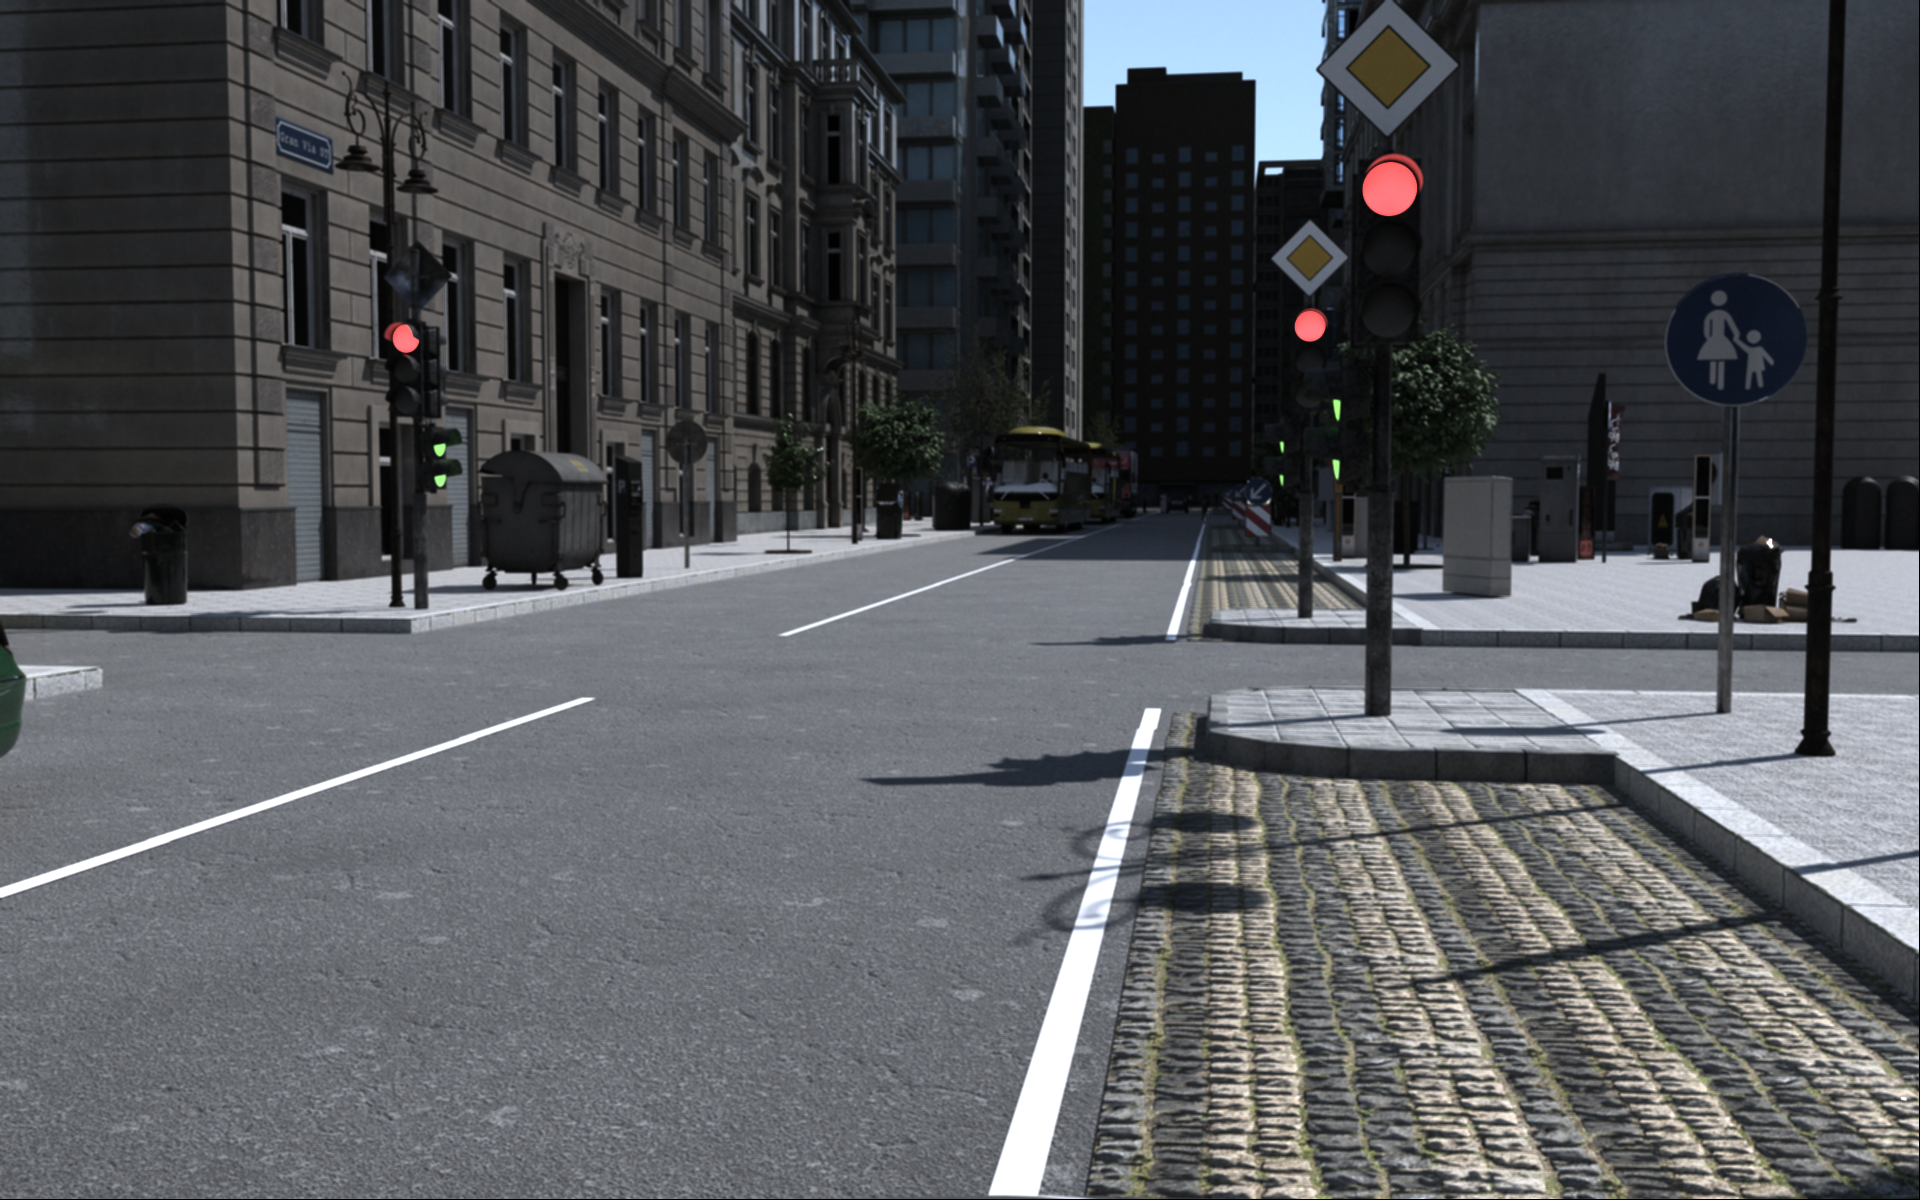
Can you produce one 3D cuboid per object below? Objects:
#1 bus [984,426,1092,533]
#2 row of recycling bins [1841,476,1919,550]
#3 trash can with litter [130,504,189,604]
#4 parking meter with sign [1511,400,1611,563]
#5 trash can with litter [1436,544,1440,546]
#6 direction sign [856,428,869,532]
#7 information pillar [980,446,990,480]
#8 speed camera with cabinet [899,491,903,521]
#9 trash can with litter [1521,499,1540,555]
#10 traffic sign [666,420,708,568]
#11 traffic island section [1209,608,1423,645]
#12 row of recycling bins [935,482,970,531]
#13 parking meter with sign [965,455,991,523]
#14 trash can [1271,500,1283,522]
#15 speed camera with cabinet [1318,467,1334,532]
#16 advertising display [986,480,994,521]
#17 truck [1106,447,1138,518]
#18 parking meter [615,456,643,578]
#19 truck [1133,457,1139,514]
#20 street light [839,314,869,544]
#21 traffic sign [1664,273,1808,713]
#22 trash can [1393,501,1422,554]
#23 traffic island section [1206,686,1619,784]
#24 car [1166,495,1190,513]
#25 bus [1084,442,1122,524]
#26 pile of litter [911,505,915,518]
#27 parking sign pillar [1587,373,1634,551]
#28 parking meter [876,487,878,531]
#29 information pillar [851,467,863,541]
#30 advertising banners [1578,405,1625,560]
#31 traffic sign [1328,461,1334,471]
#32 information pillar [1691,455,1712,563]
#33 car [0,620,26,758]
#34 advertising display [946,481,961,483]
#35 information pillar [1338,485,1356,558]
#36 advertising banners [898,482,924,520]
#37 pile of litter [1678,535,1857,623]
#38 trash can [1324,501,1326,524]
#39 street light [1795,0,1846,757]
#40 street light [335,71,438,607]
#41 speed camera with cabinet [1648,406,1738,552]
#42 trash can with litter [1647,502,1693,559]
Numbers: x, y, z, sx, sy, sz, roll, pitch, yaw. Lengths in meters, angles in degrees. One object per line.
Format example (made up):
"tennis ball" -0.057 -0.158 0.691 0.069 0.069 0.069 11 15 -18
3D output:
"bus" 3.258 -4.590 66.601 2.896 3.916 12.252 1 4 10
"row of recycling bins" 22.343 -2.010 39.980 3.534 1.692 1.069 1 4 23
"trash can with litter" -9.393 -0.547 20.338 0.624 1.170 1.055 -2 4 -25
"parking meter with sign" 11.302 -2.226 32.662 1.738 3.016 0.543 2 4 25
"trash can with litter" 12.506 -1.915 42.365 1.678 1.210 2.233 0 4 7
"direction sign" -3.274 -4.081 58.720 0.379 3.537 0.876 -3 4 -36
"information pillar" 1.236 -5.658 83.870 0.504 3.616 0.183 1 4 17
"speed camera with cabinet" -3.642 -5.457 83.557 2.038 3.252 0.660 3 5 43
"trash can with litter" 12.280 -1.533 36.452 0.624 1.170 1.055 3 4 38
"traffic sign" -4.731 -1.826 29.954 0.768 2.556 0.104 1 4 14
"traffic island section" 3.601 0.264 17.963 2.009 0.180 2.903 1 4 8
"row of recycling bins" -0.218 -3.389 62.521 1.069 1.692 3.534 1 4 9
"parking meter with sign" 0.837 -4.947 77.139 0.543 3.016 1.738 -2 4 -26
"trash can" 14.820 -4.236 80.904 0.748 1.137 0.748 0 3 0
"speed camera with cabinet" 12.778 -3.968 59.218 0.660 3.252 2.038 2 4 27
"advertising display" 1.470 -4.678 81.693 0.974 1.923 0.123 -2 4 -35
"truck" 9.466 -7.168 106.111 2.839 4.237 11.283 0 4 8
"parking meter" -5.068 -1.274 26.547 0.399 1.863 0.255 3 5 43
"truck" 11.314 -8.212 123.187 2.839 4.237 11.283 0 4 7
"street light" -2.721 -4.395 44.643 0.468 5.910 1.993 1 4 8
"traffic sign" 4.483 -0.611 10.089 0.768 2.556 0.104 1 4 14
"trash can" 9.561 -1.570 37.322 0.748 1.137 0.748 0 3 0
"traffic island section" 2.448 0.747 10.061 2.009 0.180 2.903 1 4 8
"car" 16.495 -7.281 131.622 1.945 1.354 3.894 0 4 6
"bus" 6.397 -5.761 85.744 2.896 3.916 12.252 1 4 8
"pile of litter" -2.498 -4.751 91.642 1.176 0.858 1.719 2 4 31
"parking sign pillar" 14.584 -3.113 39.371 1.447 3.967 1.447 1 4 11
"parking meter" -2.620 -3.045 58.199 0.372 1.533 0.369 0 3 0
"information pillar" -2.842 -2.647 47.775 0.304 2.012 0.304 0 4 -2
"advertising banners" 12.221 -2.304 33.857 2.074 3.025 0.090 -2 4 -26
"traffic sign" 9.929 -2.742 44.942 0.768 2.556 0.104 1 4 14
"information pillar" 13.923 -1.714 32.514 0.304 2.012 0.304 1 4 20
"car" -5.261 0.378 5.618 2.131 1.459 4.920 0 4 8
"advertising display" -0.351 -5.029 87.431 0.974 1.923 0.123 3 5 42
"information pillar" 7.728 -1.840 34.584 0.304 2.012 0.304 0 4 3
"advertising banners" -2.611 -5.468 85.589 2.074 3.025 0.090 3 5 40
"pile of litter" 8.233 -0.222 17.597 1.719 0.858 1.176 1 4 22
"trash can" 15.019 -3.569 70.004 0.748 1.137 0.748 0 3 0
"street light" 4.222 -2.176 8.371 0.468 5.910 1.993 1 4 8
"street light" -6.408 -2.859 19.539 0.468 5.910 1.993 1 4 8
"speed camera with cabinet" 16.217 -2.692 38.351 0.660 3.252 2.038 -1 4 -22
"trash can with litter" 14.186 -1.398 34.239 1.055 1.170 0.624 1 4 14
